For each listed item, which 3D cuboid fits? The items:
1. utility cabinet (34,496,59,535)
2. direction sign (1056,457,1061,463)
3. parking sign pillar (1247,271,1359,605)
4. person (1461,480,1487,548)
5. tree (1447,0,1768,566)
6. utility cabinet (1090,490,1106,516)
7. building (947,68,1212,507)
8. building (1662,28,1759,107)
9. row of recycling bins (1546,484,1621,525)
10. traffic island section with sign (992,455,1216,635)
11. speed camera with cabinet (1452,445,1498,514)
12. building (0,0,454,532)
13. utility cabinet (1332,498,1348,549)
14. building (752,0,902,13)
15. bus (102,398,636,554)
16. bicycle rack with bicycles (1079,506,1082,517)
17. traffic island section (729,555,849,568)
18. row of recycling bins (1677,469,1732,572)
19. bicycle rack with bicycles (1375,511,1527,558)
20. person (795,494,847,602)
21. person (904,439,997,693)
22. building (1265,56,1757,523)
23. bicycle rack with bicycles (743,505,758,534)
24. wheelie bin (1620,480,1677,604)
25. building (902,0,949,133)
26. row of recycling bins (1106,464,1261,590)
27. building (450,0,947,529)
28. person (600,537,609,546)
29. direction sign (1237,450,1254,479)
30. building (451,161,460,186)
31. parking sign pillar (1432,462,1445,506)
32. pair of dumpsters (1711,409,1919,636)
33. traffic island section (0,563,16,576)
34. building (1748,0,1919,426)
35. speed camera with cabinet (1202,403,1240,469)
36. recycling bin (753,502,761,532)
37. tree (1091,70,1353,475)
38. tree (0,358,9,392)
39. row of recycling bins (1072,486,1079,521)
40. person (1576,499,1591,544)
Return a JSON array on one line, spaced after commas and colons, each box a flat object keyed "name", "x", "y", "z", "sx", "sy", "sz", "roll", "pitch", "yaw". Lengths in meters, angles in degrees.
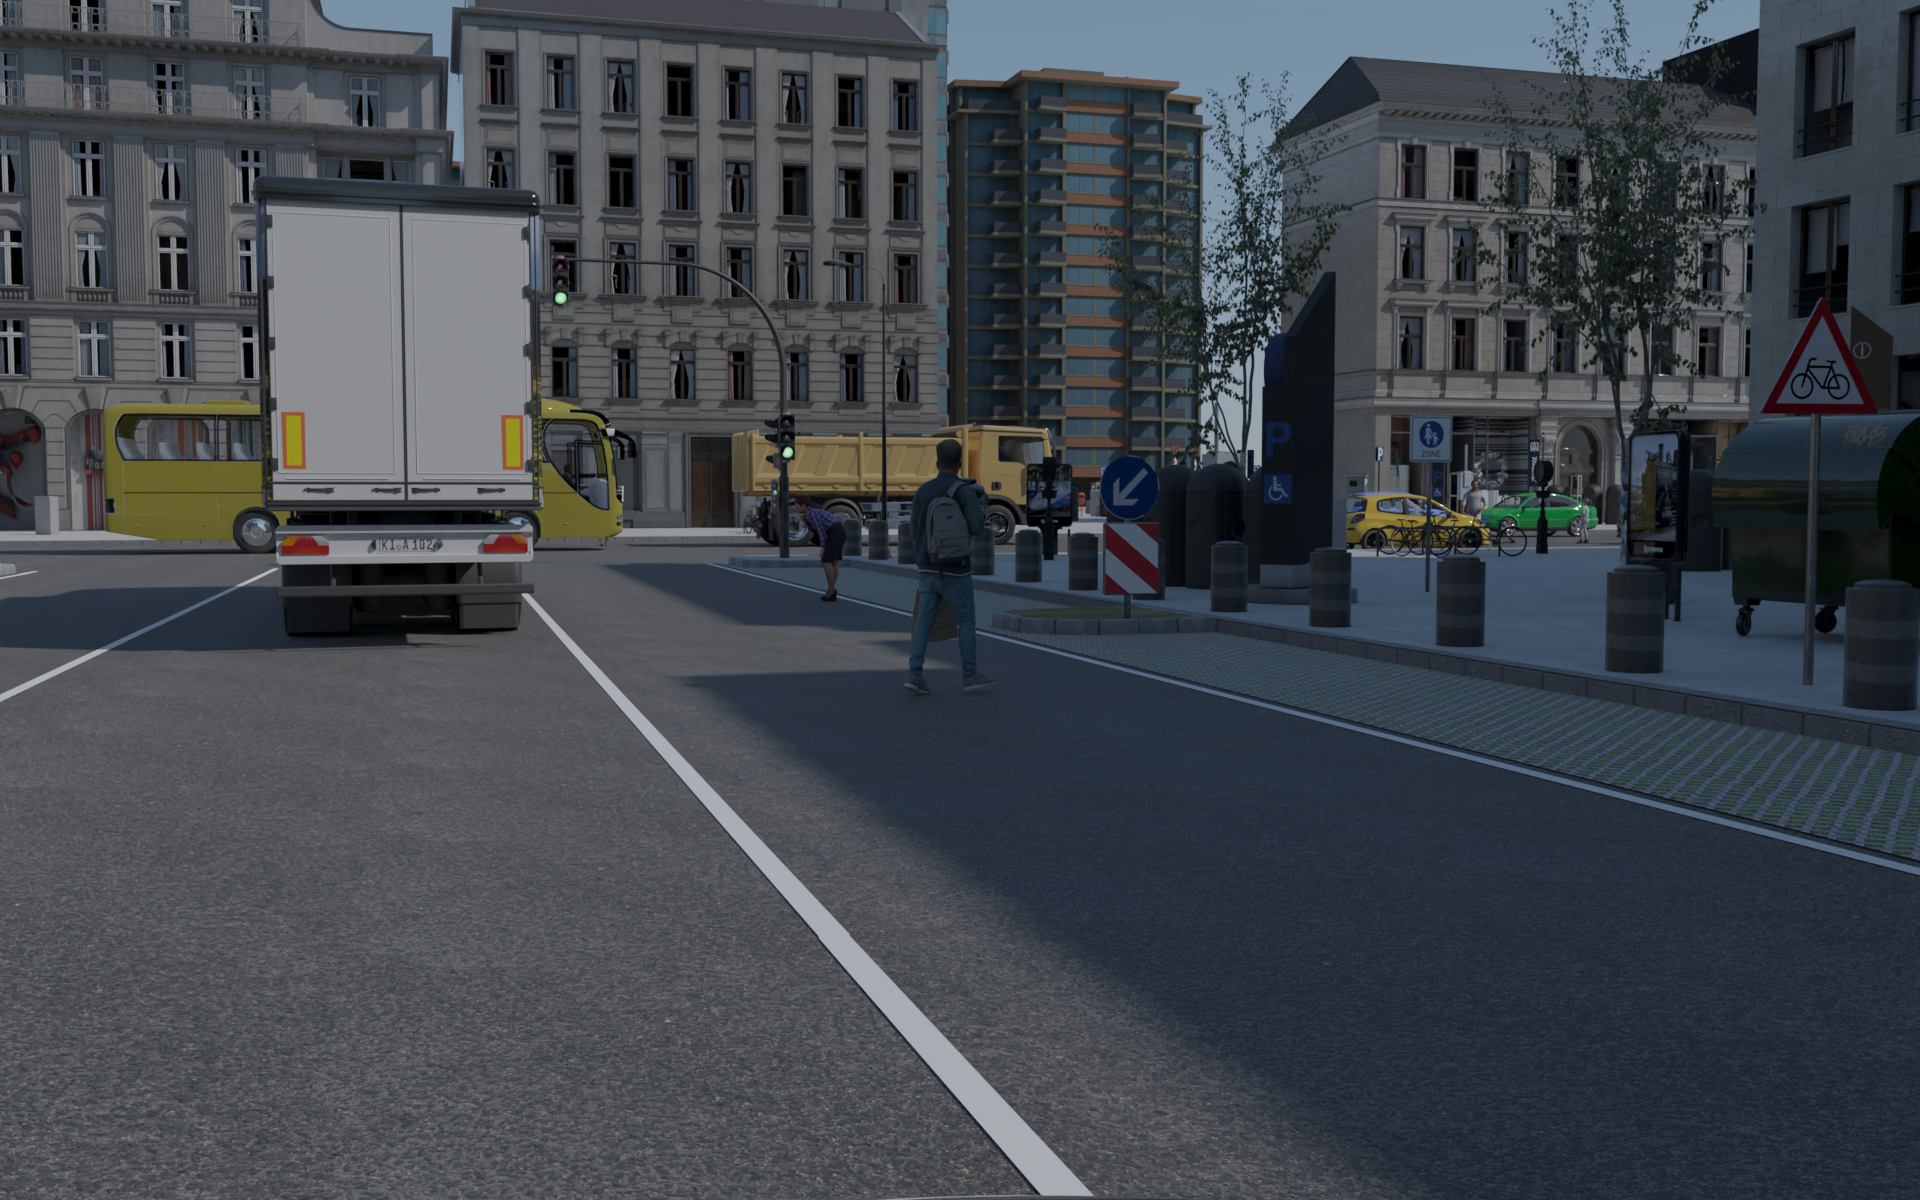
[{"name": "utility cabinet", "x": -28.812, "y": -2.660, "z": 54.660, "sx": 1.020, "sy": 1.237, "sz": 0.306, "roll": 3, "pitch": 4, "yaw": 38}, {"name": "direction sign", "x": 5.841, "y": -7.057, "z": 107.372, "sx": 0.876, "sy": 3.537, "sz": 0.379, "roll": 2, "pitch": 4, "yaw": 31}, {"name": "parking sign pillar", "x": 4.028, "y": -1.966, "z": 20.615, "sx": 1.447, "sy": 3.967, "sz": 1.447, "roll": 2, "pitch": 4, "yaw": 32}, {"name": "person", "x": 13.673, "y": -2.293, "z": 46.135, "sx": 0.875, "sy": 1.805, "sz": 0.789, "roll": 0, "pitch": 4, "yaw": 0}, {"name": "tree", "x": 9.300, "y": -4.526, "z": 24.361, "sx": 4.360, "sy": 8.622, "sz": 3.978, "roll": 0, "pitch": 3, "yaw": 0}, {"name": "utility cabinet", "x": 8.014, "y": -5.496, "z": 98.530, "sx": 1.173, "sy": 1.500, "sz": 0.318, "roll": 2, "pitch": 4, "yaw": 24}, {"name": "building", "x": 11.545, "y": -32.252, "z": 181.947, "sx": 28.867, "sy": 44.769, "sz": 22.147, "roll": -1, "pitch": 4, "yaw": -17}, {"name": "building", "x": 45.299, "y": -15.663, "z": 85.770, "sx": 15.834, "sy": 23.373, "sz": 12.332, "roll": -1, "pitch": 4, "yaw": -17}, {"name": "row of recycling bins", "x": 26.476, "y": -4.058, "z": 73.464, "sx": 1.069, "sy": 1.692, "sz": 3.534, "roll": -3, "pitch": 5, "yaw": -44}, {"name": "traffic island section with sign", "x": 1.420, "y": -0.602, "z": 18.473, "sx": 1.989, "sy": 1.847, "sz": 2.006, "roll": -1, "pitch": 4, "yaw": -17}, {"name": "speed camera with cabinet", "x": 20.880, "y": -4.642, "z": 70.229, "sx": 2.038, "sy": 3.252, "sz": 0.660, "roll": -2, "pitch": 4, "yaw": -27}, {"name": "building", "x": -31.461, "y": -13.639, "z": 64.800, "sx": 24.055, "sy": 21.916, "sz": 13.314, "roll": -1, "pitch": 4, "yaw": -17}, {"name": "utility cabinet", "x": 5.706, "y": -0.981, "z": 27.201, "sx": 0.306, "sy": 1.237, "sz": 1.020, "roll": 3, "pitch": 5, "yaw": 39}, {"name": "building", "x": -12.767, "y": -27.440, "z": 132.234, "sx": 14.154, "sy": 41.232, "sz": 14.086, "roll": -1, "pitch": 4, "yaw": -17}, {"name": "bus", "x": -14.412, "y": -3.157, "z": 43.158, "sx": 12.252, "sy": 3.916, "sz": 2.896, "roll": -1, "pitch": 4, "yaw": -17}, {"name": "bicycle rack with bicycles", "x": 5.587, "y": -5.092, "z": 96.639, "sx": 2.852, "sy": 0.926, "sz": 2.925, "roll": -1, "pitch": 4, "yaw": -12}, {"name": "traffic island section", "x": -3.511, "y": -0.763, "z": 34.761, "sx": 2.009, "sy": 0.180, "sz": 2.903, "roll": -1, "pitch": 4, "yaw": -17}, {"name": "row of recycling bins", "x": 13.181, "y": -1.397, "z": 29.949, "sx": 1.069, "sy": 1.692, "sz": 3.534, "roll": 3, "pitch": 5, "yaw": 44}, {"name": "bicycle rack with bicycles", "x": 9.779, "y": -1.361, "z": 35.642, "sx": 2.852, "sy": 0.926, "sz": 2.925, "roll": -3, "pitch": 5, "yaw": -43}, {"name": "person", "x": -1.850, "y": -0.696, "z": 23.110, "sx": 0.697, "sy": 1.427, "sz": 0.421, "roll": -1, "pitch": 4, "yaw": -9}, {"name": "person", "x": -0.127, "y": -0.241, "z": 12.420, "sx": 0.713, "sy": 1.824, "sz": 0.794, "roll": -3, "pitch": 5, "yaw": -41}, {"name": "building", "x": 17.647, "y": -13.881, "z": 77.869, "sx": 40.483, "sy": 20.767, "sz": 10.553, "roll": -1, "pitch": 4, "yaw": -17}, {"name": "bicycle rack with bicycles", "x": -5.986, "y": -2.629, "z": 56.369, "sx": 2.852, "sy": 0.926, "sz": 2.925, "roll": 2, "pitch": 4, "yaw": 34}, {"name": "wheelie bin", "x": 8.108, "y": -0.760, "z": 20.338, "sx": 0.693, "sy": 1.594, "sz": 0.980, "roll": 1, "pitch": 4, "yaw": 20}, {"name": "building", "x": -14.289, "y": -32.731, "z": 154.762, "sx": 23.786, "sy": 49.044, "sz": 30.456, "roll": -1, "pitch": 4, "yaw": -17}, {"name": "row of recycling bins", "x": 3.322, "y": -1.028, "z": 23.927, "sx": 1.069, "sy": 1.692, "sz": 3.534, "roll": -3, "pitch": 4, "yaw": -37}, {"name": "building", "x": -10.646, "y": -13.452, "z": 69.097, "sx": 18.267, "sy": 20.994, "sz": 9.793, "roll": -1, "pitch": 4, "yaw": -17}, {"name": "person", "x": -9.696, "y": -2.378, "z": 47.478, "sx": 0.616, "sy": 1.811, "sz": 0.778, "roll": 0, "pitch": 4, "yaw": -5}, {"name": "direction sign", "x": 14.570, "y": -5.902, "z": 88.496, "sx": 0.876, "sy": 3.537, "sz": 0.379, "roll": 1, "pitch": 4, "yaw": 13}, {"name": "building", "x": -61.860, "y": -34.970, "z": 226.384, "sx": 28.867, "sy": 44.769, "sz": 22.147, "roll": -1, "pitch": 4, "yaw": -17}, {"name": "parking sign pillar", "x": 17.575, "y": -4.594, "z": 63.591, "sx": 1.447, "sy": 3.967, "sz": 1.447, "roll": 1, "pitch": 4, "yaw": 17}, {"name": "pair of dumpsters", "x": 8.180, "y": -0.694, "z": 13.838, "sx": 1.574, "sy": 2.255, "sz": 4.437, "roll": -1, "pitch": 4, "yaw": -17}, {"name": "traffic island section", "x": -17.908, "y": -0.497, "z": 30.414, "sx": 2.009, "sy": 0.180, "sz": 2.903, "roll": -1, "pitch": 4, "yaw": -17}, {"name": "building", "x": 20.239, "y": -10.180, "z": 21.196, "sx": 10.420, "sy": 20.320, "sz": 16.860, "roll": -1, "pitch": 4, "yaw": -17}, {"name": "speed camera with cabinet", "x": 5.057, "y": -2.611, "z": 37.032, "sx": 2.038, "sy": 3.252, "sz": 0.660, "roll": -2, "pitch": 4, "yaw": -31}, {"name": "recycling bin", "x": -6.513, "y": -2.818, "z": 58.621, "sx": 0.722, "sy": 1.027, "sz": 0.722, "roll": 2, "pitch": 4, "yaw": 31}, {"name": "tree", "x": 4.711, "y": -4.877, "z": 30.109, "sx": 4.360, "sy": 8.622, "sz": 3.978, "roll": 0, "pitch": 3, "yaw": 0}, {"name": "tree", "x": -32.579, "y": -6.377, "z": 54.631, "sx": 4.737, "sy": 8.622, "sz": 4.395, "roll": 0, "pitch": 3, "yaw": 0}, {"name": "row of recycling bins", "x": 3.932, "y": -4.555, "z": 81.591, "sx": 3.534, "sy": 1.692, "sz": 1.069, "roll": -2, "pitch": 4, "yaw": -26}, {"name": "person", "x": 17.995, "y": -2.276, "z": 49.987, "sx": 0.394, "sy": 1.301, "sz": 0.425, "roll": 2, "pitch": 4, "yaw": 25}]
